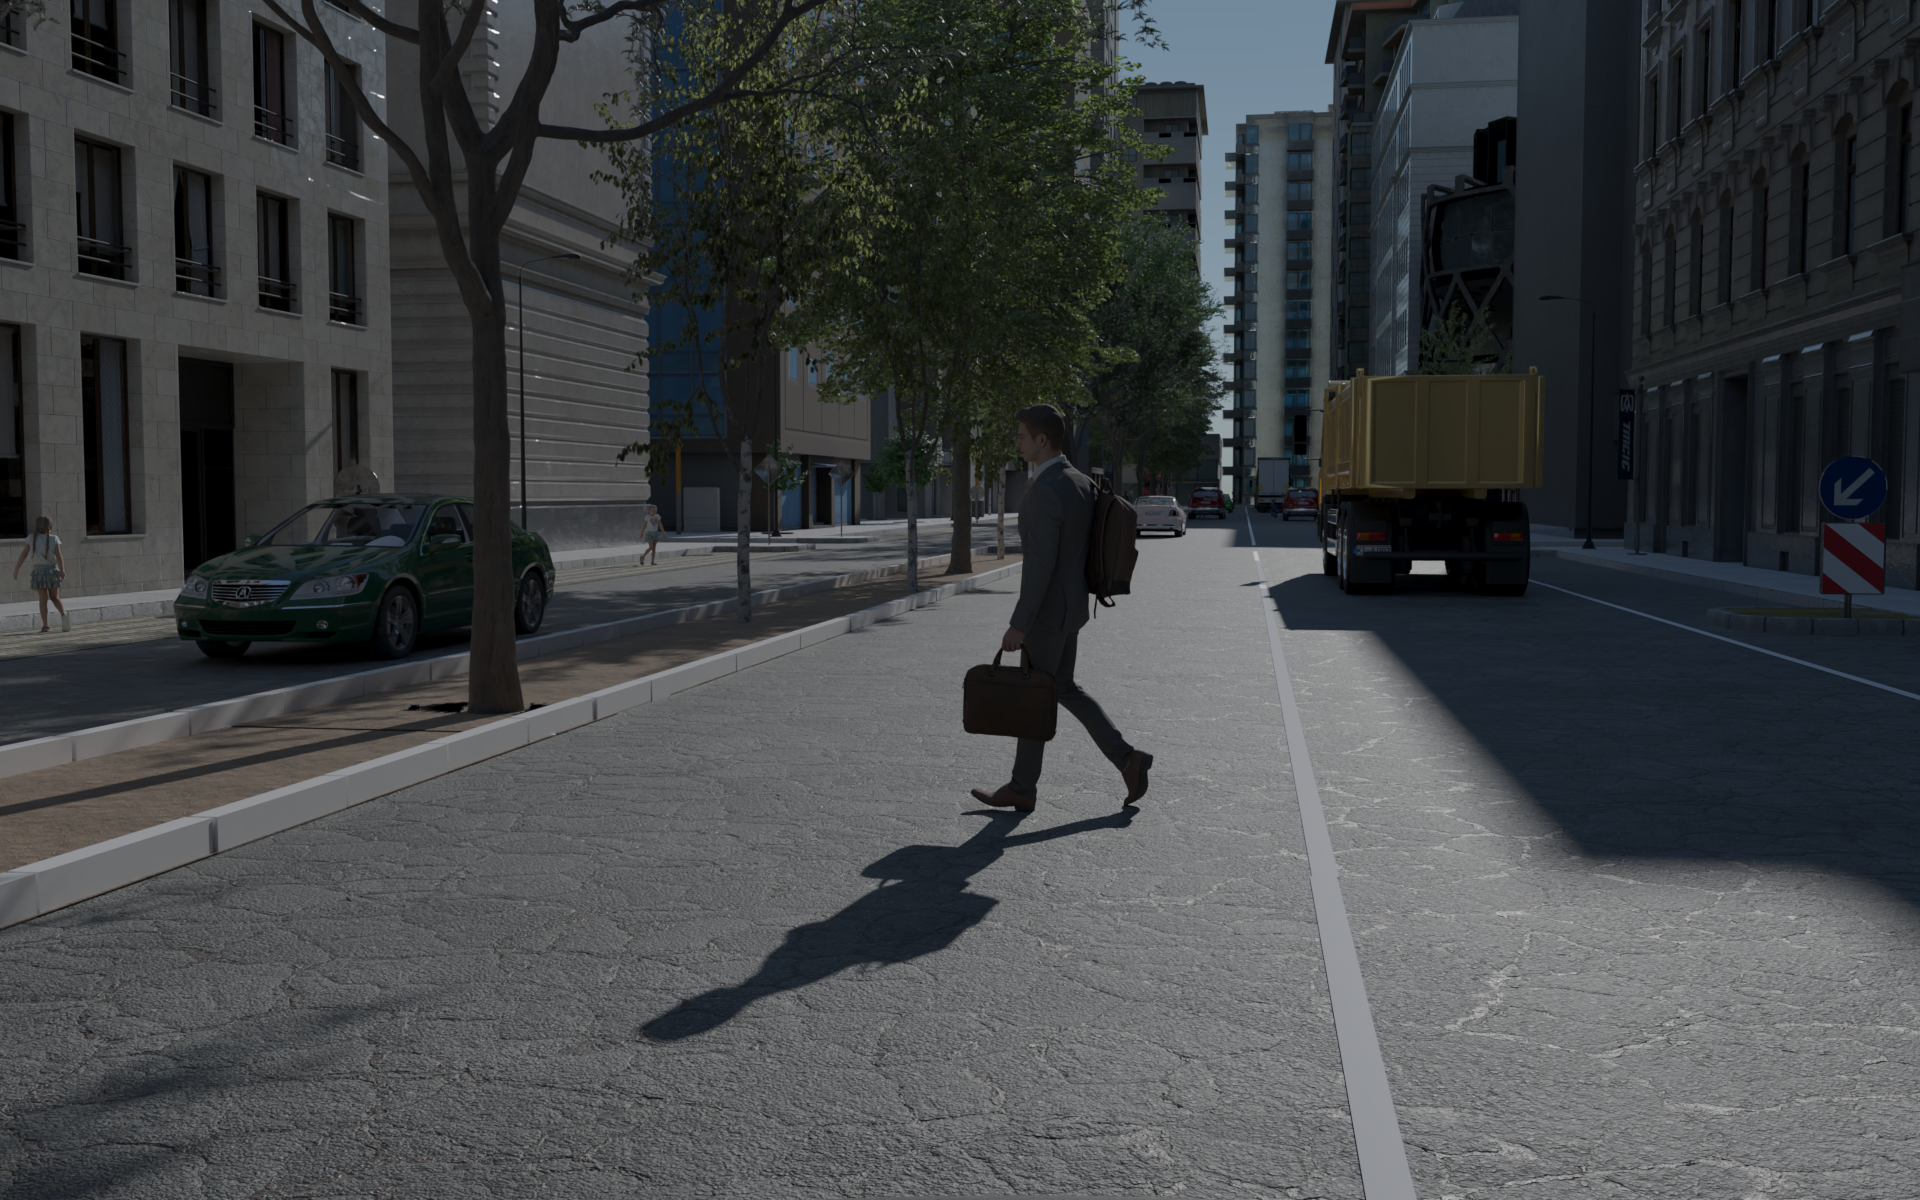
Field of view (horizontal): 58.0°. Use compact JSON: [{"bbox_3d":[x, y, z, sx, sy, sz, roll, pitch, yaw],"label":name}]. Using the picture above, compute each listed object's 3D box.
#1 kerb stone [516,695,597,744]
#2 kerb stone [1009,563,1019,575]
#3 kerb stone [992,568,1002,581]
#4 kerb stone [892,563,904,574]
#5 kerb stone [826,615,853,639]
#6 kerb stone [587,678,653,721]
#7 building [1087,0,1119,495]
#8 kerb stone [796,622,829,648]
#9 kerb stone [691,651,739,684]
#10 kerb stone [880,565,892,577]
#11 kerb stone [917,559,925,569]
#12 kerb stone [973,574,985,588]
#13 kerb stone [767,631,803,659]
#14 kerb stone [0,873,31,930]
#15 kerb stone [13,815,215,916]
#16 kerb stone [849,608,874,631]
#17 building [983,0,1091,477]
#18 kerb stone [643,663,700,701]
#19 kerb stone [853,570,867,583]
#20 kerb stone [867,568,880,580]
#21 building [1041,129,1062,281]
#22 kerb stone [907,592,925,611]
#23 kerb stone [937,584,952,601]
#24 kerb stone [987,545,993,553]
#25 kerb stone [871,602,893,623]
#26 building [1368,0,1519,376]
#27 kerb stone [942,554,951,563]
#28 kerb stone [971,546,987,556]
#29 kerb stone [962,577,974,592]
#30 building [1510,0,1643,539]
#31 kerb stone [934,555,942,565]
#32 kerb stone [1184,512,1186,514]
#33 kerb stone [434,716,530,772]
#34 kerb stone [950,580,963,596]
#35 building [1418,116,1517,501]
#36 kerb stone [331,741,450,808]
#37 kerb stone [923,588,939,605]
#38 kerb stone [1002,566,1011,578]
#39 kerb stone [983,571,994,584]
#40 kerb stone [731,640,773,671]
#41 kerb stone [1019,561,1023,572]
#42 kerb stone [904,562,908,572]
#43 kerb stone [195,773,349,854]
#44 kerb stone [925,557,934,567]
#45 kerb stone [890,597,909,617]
[{"bbox_3d":[-2.446,0.720,10.431,0.120,0.150,1.000,1,4,9],"label":"kerb stone"},{"bbox_3d":[0.875,-0.518,30.667,0.120,0.150,1.000,1,4,9],"label":"kerb stone"},{"bbox_3d":[0.530,-0.394,28.643,0.120,0.150,1.000,1,4,9],"label":"kerb stone"},{"bbox_3d":[-1.212,-0.534,30.985,0.120,0.150,1.000,1,4,9],"label":"kerb stone"},{"bbox_3d":[-1.282,0.288,17.517,0.120,0.150,1.000,1,4,9],"label":"kerb stone"},{"bbox_3d":[-2.270,0.658,11.443,0.120,0.150,1.000,1,4,9],"label":"kerb stone"},{"bbox_3d":[6.499,-46.025,190.757,20.611,71.187,20.563,1,4,9],"label":"building"},{"bbox_3d":[-1.446,0.349,16.489,0.120,0.150,1.000,1,4,9],"label":"kerb stone"},{"bbox_3d":[-1.944,0.534,13.461,0.120,0.150,1.000,1,4,9],"label":"kerb stone"},{"bbox_3d":[-1.372,-0.476,29.975,0.120,0.150,1.000,1,4,9],"label":"kerb stone"},{"bbox_3d":[-0.872,-0.658,33.008,0.120,0.150,1.000,1,4,9],"label":"kerb stone"},{"bbox_3d":[0.208,-0.271,26.625,0.120,0.150,1.000,1,4,9],"label":"kerb stone"},{"bbox_3d":[-1.614,0.411,15.479,0.120,0.150,1.000,1,4,9],"label":"kerb stone"},{"bbox_3d":[-3.263,1.029,5.371,0.120,0.150,1.000,1,4,9],"label":"kerb stone"},{"bbox_3d":[-3.102,0.968,6.381,0.120,0.150,1.000,1,4,9],"label":"kerb stone"},{"bbox_3d":[-1.110,0.225,18.524,0.120,0.150,1.000,1,4,9],"label":"kerb stone"},{"bbox_3d":[3.595,-30.477,148.410,14.600,45.320,14.200,1,4,9],"label":"building"},{"bbox_3d":[-2.102,0.596,12.452,0.120,0.150,1.000,1,4,9],"label":"kerb stone"},{"bbox_3d":[-1.712,-0.352,27.954,0.120,0.150,1.000,1,4,9],"label":"kerb stone"},{"bbox_3d":[-1.549,-0.410,28.963,0.120,0.150,1.000,1,4,9],"label":"kerb stone"},{"bbox_3d":[0.130,-22.165,134.091,14.160,30.474,14.107,1,4,9],"label":"building"},{"bbox_3d":[-0.622,0.038,21.568,0.120,0.150,1.000,1,4,9],"label":"kerb stone"},{"bbox_3d":[-0.285,-0.085,23.584,0.120,0.150,1.000,1,4,9],"label":"kerb stone"},{"bbox_3d":[0.616,-1.216,42.127,0.120,0.150,1.000,1,4,9],"label":"kerb stone"},{"bbox_3d":[-0.948,0.162,19.542,0.120,0.150,1.000,1,4,9],"label":"kerb stone"},{"bbox_3d":[31.796,-20.130,106.618,11.434,29.767,29.804,1,4,9],"label":"building"},{"bbox_3d":[-0.377,-0.843,36.046,0.120,0.150,1.000,1,4,9],"label":"kerb stone"},{"bbox_3d":[0.447,-1.157,41.112,0.120,0.150,1.000,1,4,9],"label":"kerb stone"},{"bbox_3d":[0.040,-0.207,25.609,0.120,0.150,1.000,1,4,9],"label":"kerb stone"},{"bbox_3d":[30.197,-15.821,52.177,24.014,27.812,14.314,1,4,9],"label":"building"},{"bbox_3d":[-0.553,-0.785,35.028,0.120,0.150,1.000,1,4,9],"label":"kerb stone"},{"bbox_3d":[15.989,-6.182,123.276,0.120,0.150,1.000,1,4,9],"label":"kerb stone"},{"bbox_3d":[-2.611,0.782,9.410,0.120,0.150,1.000,1,4,9],"label":"kerb stone"},{"bbox_3d":[-0.128,-0.145,24.600,0.120,0.150,1.000,1,4,9],"label":"kerb stone"},{"bbox_3d":[30.735,-13.217,83.555,16.820,18.784,16.811,1,4,9],"label":"building"},{"bbox_3d":[-2.768,0.844,8.397,0.120,0.150,1.000,1,4,9],"label":"kerb stone"},{"bbox_3d":[-0.457,-0.023,22.576,0.120,0.150,1.000,1,4,9],"label":"kerb stone"},{"bbox_3d":[0.703,-0.456,29.650,0.120,0.150,1.000,1,4,9],"label":"kerb stone"},{"bbox_3d":[0.370,-0.333,27.634,0.120,0.150,1.000,1,4,9],"label":"kerb stone"},{"bbox_3d":[-1.776,0.473,14.470,0.120,0.150,1.000,1,4,9],"label":"kerb stone"},{"bbox_3d":[1.030,-0.580,31.686,0.120,0.150,1.000,1,4,9],"label":"kerb stone"},{"bbox_3d":[-1.039,-0.599,32.000,0.120,0.150,1.000,1,4,9],"label":"kerb stone"},{"bbox_3d":[-2.929,0.906,7.388,0.120,0.150,1.000,1,4,9],"label":"kerb stone"},{"bbox_3d":[-0.711,-0.723,34.018,0.120,0.150,1.000,1,4,9],"label":"kerb stone"},{"bbox_3d":[-0.789,0.100,20.558,0.120,0.150,1.000,1,4,9],"label":"kerb stone"}]
